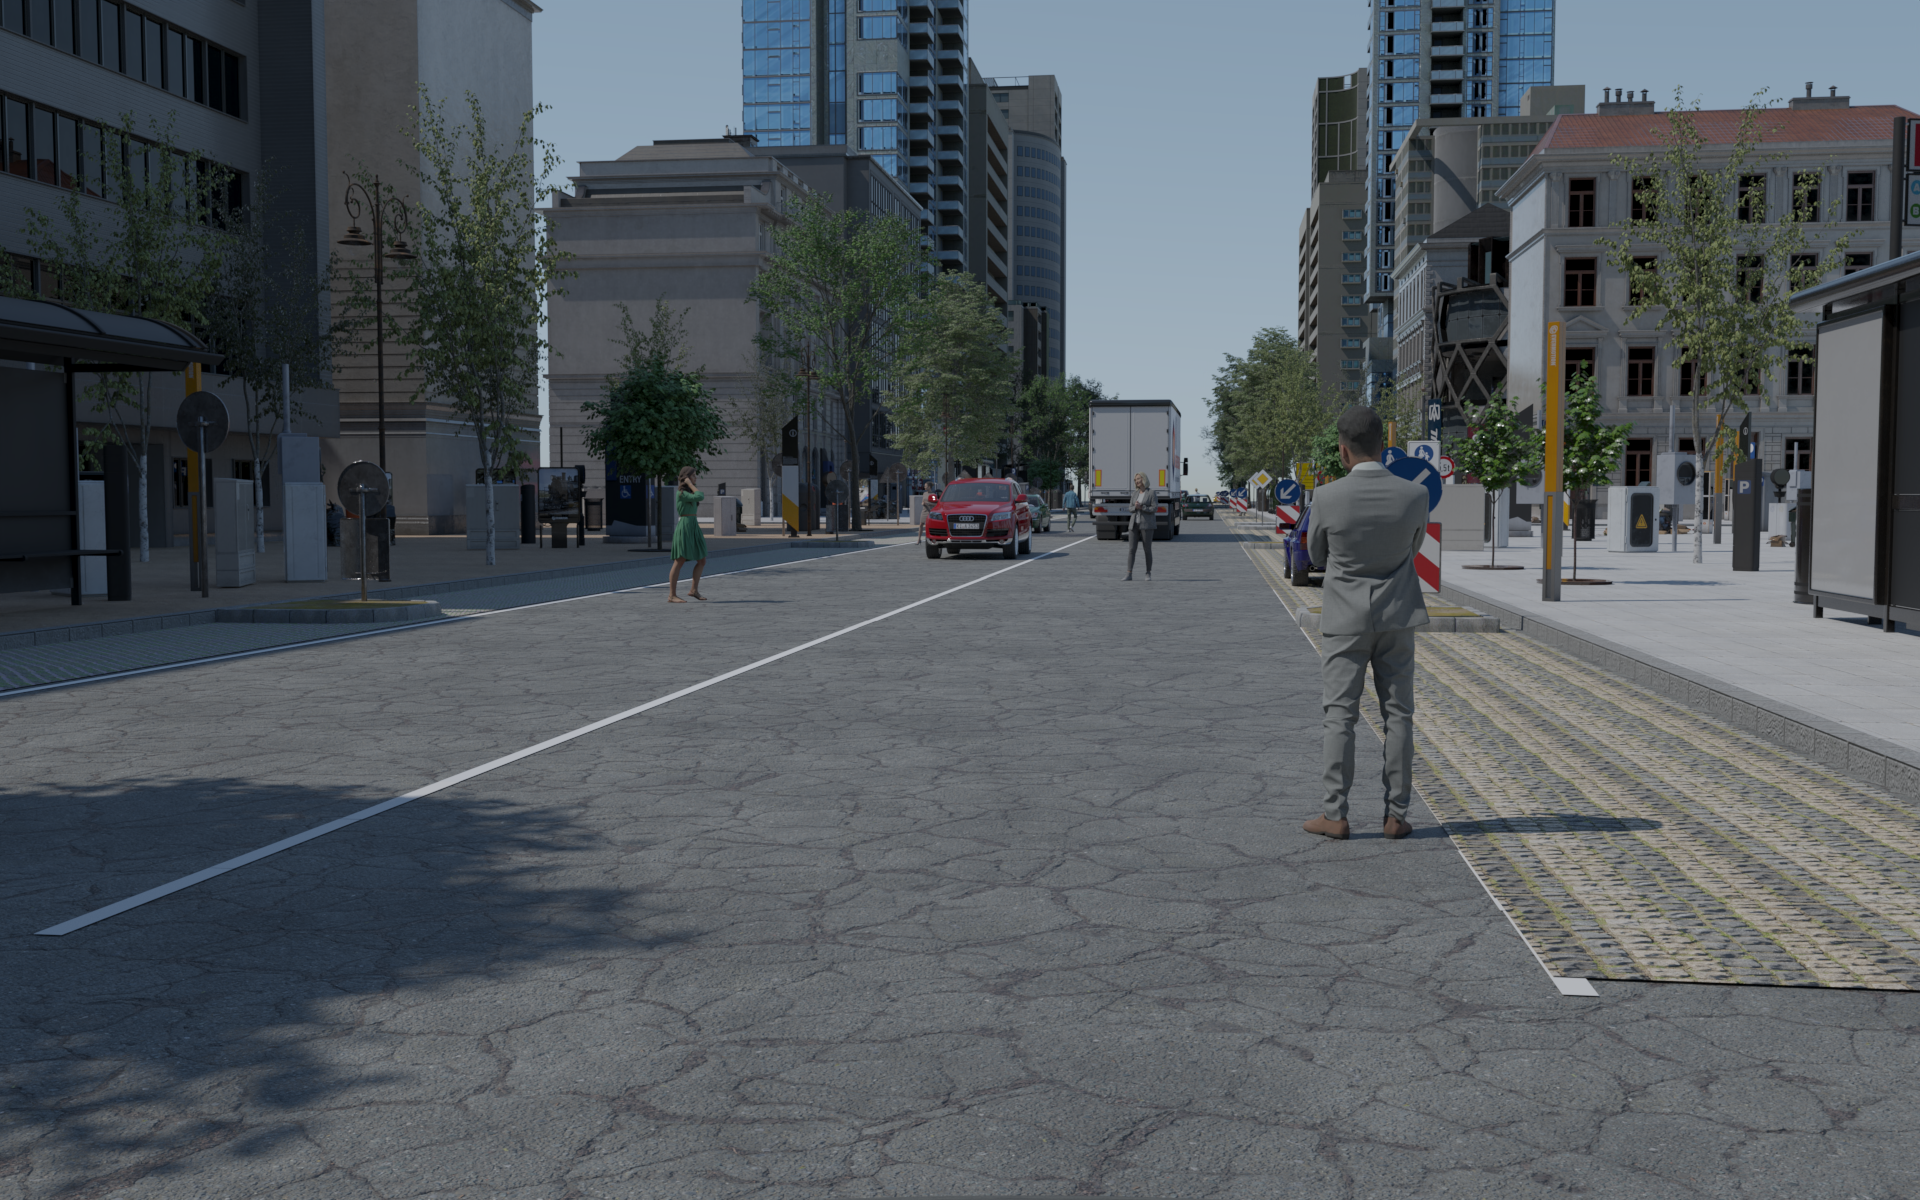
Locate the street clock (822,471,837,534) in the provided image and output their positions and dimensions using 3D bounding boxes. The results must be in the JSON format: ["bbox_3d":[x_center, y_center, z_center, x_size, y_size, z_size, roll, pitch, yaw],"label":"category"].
[{"bbox_3d":[-4.149,-3.085,55.013,0.358,2.002,0.471,3,5,40],"label":"street clock"}]

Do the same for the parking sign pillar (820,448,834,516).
[{"bbox_3d":[-7.826,-6.956,102.198,1.447,3.967,1.447,1,4,17],"label":"parking sign pillar"}]

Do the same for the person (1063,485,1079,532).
[{"bbox_3d":[4.175,-3.441,65.106,0.601,1.785,0.444,2,4,27],"label":"person"}]

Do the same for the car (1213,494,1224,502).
[{"bbox_3d":[40.035,-15.758,267.867,2.015,1.641,3.980,0,4,8],"label":"car"}]

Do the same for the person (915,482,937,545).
[{"bbox_3d":[-0.946,-2.426,48.504,0.599,1.781,0.374,2,4,34],"label":"person"}]

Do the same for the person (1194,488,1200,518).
[{"bbox_3d":[14.441,-5.921,105.526,0.478,1.798,0.641,0,4,-7],"label":"person"}]

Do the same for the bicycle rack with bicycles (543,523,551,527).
[{"bbox_3d":[-17.234,-3.375,68.556,2.925,0.926,2.852,1,4,21],"label":"bicycle rack with bicycles"}]

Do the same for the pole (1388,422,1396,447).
[{"bbox_3d":[12.214,-3.375,49.023,0.158,3.312,0.155,0,3,0],"label":"pole"}]

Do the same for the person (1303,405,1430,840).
[{"bbox_3d":[1.708,0.083,7.332,0.511,1.800,0.466,-1,4,-11],"label":"person"}]

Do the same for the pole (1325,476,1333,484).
[{"bbox_3d":[16.397,-5.104,77.291,0.158,3.312,0.155,0,3,0],"label":"pole"}]

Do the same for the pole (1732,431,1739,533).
[{"bbox_3d":[25.230,-3.818,56.269,0.158,3.312,0.155,0,3,0],"label":"pole"}]

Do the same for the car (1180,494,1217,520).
[{"bbox_3d":[13.152,-5.248,95.585,2.009,1.686,4.222,1,4,9],"label":"car"}]

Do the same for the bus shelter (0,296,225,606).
[{"bbox_3d":[-9.816,-1.432,17.337,2.014,3.302,5.546,0,4,8],"label":"bus shelter"}]

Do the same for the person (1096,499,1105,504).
[{"bbox_3d":[5.629,-3.769,69.998,0.514,1.842,0.818,2,4,35],"label":"person"}]

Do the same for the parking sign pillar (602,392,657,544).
[{"bbox_3d":[-8.632,-3.474,45.275,1.447,3.967,1.447,2,4,26],"label":"parking sign pillar"}]

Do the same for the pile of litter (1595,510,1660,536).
[{"bbox_3d":[20.361,-2.409,53.349,1.176,0.858,1.719,-3,5,-42],"label":"pile of litter"}]

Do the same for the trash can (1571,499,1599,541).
[{"bbox_3d":[17.016,-2.178,47.260,0.748,1.137,0.748,0,3,0],"label":"trash can"}]

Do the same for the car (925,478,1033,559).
[{"bbox_3d":[0.491,-1.914,39.967,2.281,1.827,5.304,0,4,8],"label":"car"}]

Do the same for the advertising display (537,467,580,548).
[{"bbox_3d":[-9.512,-2.193,41.069,0.974,1.923,0.123,-1,4,-14],"label":"advertising display"}]

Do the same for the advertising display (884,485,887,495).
[{"bbox_3d":[-5.197,-7.051,120.501,0.123,1.923,0.974,0,4,-6],"label":"advertising display"}]

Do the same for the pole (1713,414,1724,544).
[{"bbox_3d":[19.479,-3.096,44.458,0.158,3.312,0.155,0,3,0],"label":"pole"}]

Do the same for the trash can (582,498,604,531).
[{"bbox_3d":[-12.709,-2.962,60.090,0.748,1.137,0.748,0,3,0],"label":"trash can"}]

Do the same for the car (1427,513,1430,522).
[{"bbox_3d":[20.086,-3.711,72.682,4.499,1.417,2.014,1,4,9],"label":"car"}]

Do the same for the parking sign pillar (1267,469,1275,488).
[{"bbox_3d":[27.066,-9.937,150.939,1.447,3.967,1.447,1,4,8],"label":"parking sign pillar"}]

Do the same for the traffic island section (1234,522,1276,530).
[{"bbox_3d":[13.338,-3.396,77.813,2.009,0.180,2.903,0,4,8],"label":"traffic island section"}]

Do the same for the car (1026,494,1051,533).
[{"bbox_3d":[2.316,-3.245,64.858,2.131,1.459,4.920,1,4,9],"label":"car"}]

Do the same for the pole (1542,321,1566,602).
[{"bbox_3d":[7.072,-1.637,20.614,0.158,3.312,0.155,0,3,0],"label":"pole"}]

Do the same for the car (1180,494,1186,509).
[{"bbox_3d":[18.119,-8.131,144.747,2.131,1.459,4.920,1,4,9],"label":"car"}]

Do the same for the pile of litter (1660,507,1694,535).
[{"bbox_3d":[22.753,-2.532,55.371,1.719,0.858,1.176,0,4,-6],"label":"pile of litter"}]

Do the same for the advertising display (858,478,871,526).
[{"bbox_3d":[-3.960,-4.010,70.784,0.123,1.923,0.974,-3,4,-37],"label":"advertising display"}]

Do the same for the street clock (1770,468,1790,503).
[{"bbox_3d":[23.229,-2.723,49.096,0.471,2.002,0.358,0,4,-1],"label":"street clock"}]

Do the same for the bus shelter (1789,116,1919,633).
[{"bbox_3d":[9.423,-2.362,16.243,2.179,5.291,8.768,0,4,8],"label":"bus shelter"}]

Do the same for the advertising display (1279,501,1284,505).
[{"bbox_3d":[16.645,-5.190,90.066,0.123,1.923,0.974,1,4,9],"label":"advertising display"}]

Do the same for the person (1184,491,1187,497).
[{"bbox_3d":[22.157,-9.885,170.671,0.434,1.755,0.990,-1,4,-14],"label":"person"}]

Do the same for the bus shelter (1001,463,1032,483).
[{"bbox_3d":[4.339,-8.635,132.467,1.731,3.624,6.357,0,4,8],"label":"bus shelter"}]

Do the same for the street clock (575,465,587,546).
[{"bbox_3d":[-9.436,-2.353,43.040,0.358,2.002,0.471,0,4,-5],"label":"street clock"}]

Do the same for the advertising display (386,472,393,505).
[{"bbox_3d":[-16.724,-2.719,49.664,0.123,1.923,0.974,3,5,42],"label":"advertising display"}]

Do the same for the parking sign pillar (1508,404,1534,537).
[{"bbox_3d":[16.467,-3.879,51.902,1.447,3.967,1.447,1,4,21],"label":"parking sign pillar"}]

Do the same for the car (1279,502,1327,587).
[{"bbox_3d":[6.147,-0.938,27.910,1.945,1.354,3.894,0,4,8],"label":"car"}]

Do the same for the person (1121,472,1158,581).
[{"bbox_3d":[2.997,-1.217,28.578,0.537,1.800,0.526,3,5,42],"label":"person"}]

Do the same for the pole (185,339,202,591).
[{"bbox_3d":[-10.077,-1.773,22.831,0.158,3.312,0.155,0,3,0],"label":"pole"}]

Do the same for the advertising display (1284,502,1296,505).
[{"bbox_3d":[17.439,-5.270,91.375,0.974,1.923,0.123,-2,4,-28],"label":"advertising display"}]

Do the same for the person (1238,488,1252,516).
[{"bbox_3d":[17.585,-5.996,106.647,0.853,1.813,0.709,0,4,-2],"label":"person"}]

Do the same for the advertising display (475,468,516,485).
[{"bbox_3d":[-11.551,-2.319,43.130,0.974,1.923,0.123,-1,4,-20],"label":"advertising display"}]

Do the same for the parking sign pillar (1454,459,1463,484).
[{"bbox_3d":[25.479,-6.084,87.952,1.447,3.967,1.447,-3,5,-40],"label":"parking sign pillar"}]

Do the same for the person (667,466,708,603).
[{"bbox_3d":[-3.609,-0.866,22.903,0.529,1.795,0.600,0,4,-5],"label":"person"}]

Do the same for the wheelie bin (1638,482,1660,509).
[{"bbox_3d":[17.628,-2.245,44.620,0.693,1.594,0.980,0,4,2],"label":"wheelie bin"}]

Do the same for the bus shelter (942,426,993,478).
[{"bbox_3d":[0.399,-7.741,104.202,2.179,5.291,8.768,0,4,8],"label":"bus shelter"}]

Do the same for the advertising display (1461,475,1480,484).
[{"bbox_3d":[16.749,-3.155,56.806,0.123,1.923,0.974,-1,4,-16],"label":"advertising display"}]

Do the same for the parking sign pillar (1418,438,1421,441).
[{"bbox_3d":[22.227,-5.799,83.283,1.447,3.967,1.447,1,4,17],"label":"parking sign pillar"}]

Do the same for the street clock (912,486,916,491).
[{"bbox_3d":[-4.054,-9.138,153.984,0.358,2.002,0.471,-1,4,-19],"label":"street clock"}]

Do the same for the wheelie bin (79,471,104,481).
[{"bbox_3d":[-12.221,-0.998,24.225,0.980,1.594,0.693,-2,4,-26],"label":"wheelie bin"}]
